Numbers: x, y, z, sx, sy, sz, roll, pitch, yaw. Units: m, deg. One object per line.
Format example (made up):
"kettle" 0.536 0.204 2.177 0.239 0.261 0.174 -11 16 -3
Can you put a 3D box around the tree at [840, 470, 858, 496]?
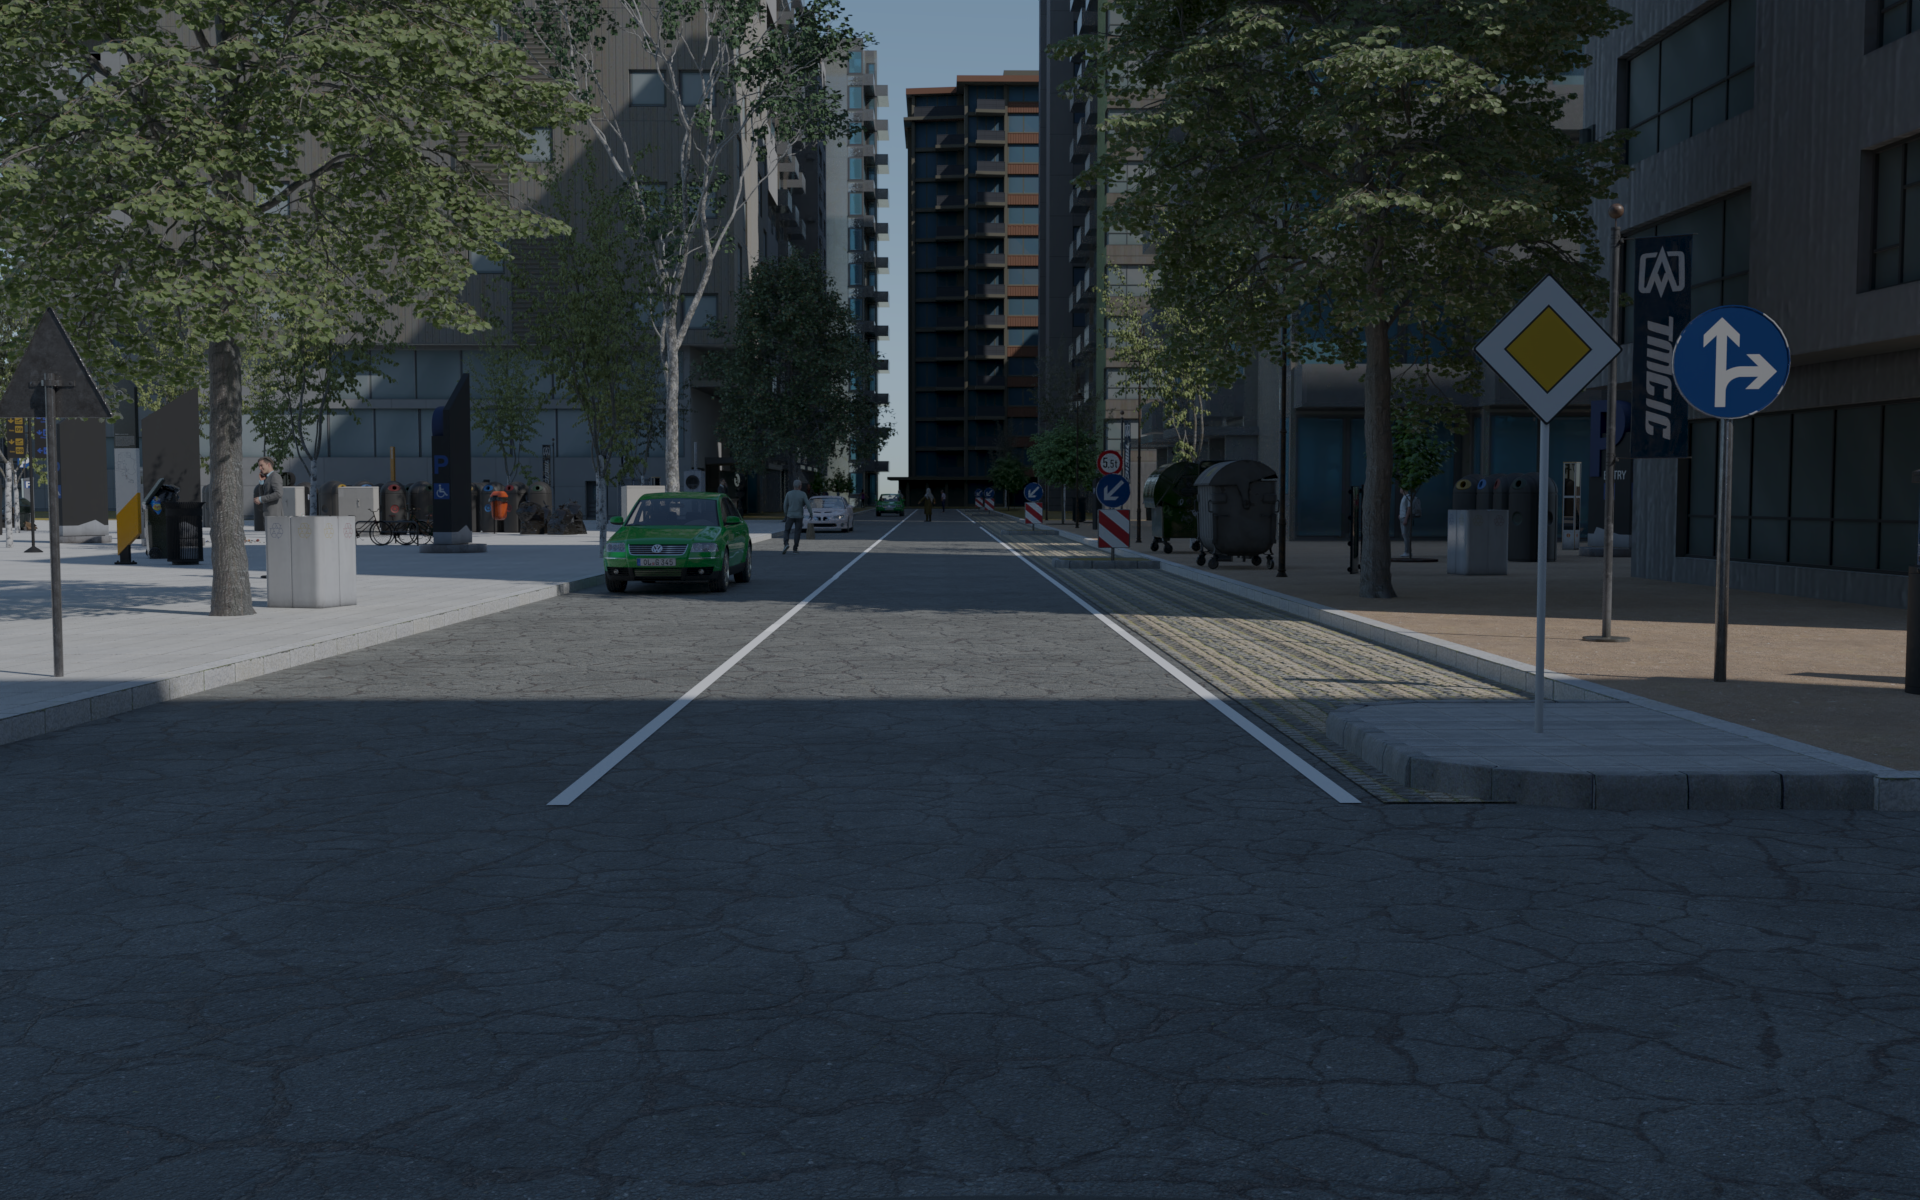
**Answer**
"tree" -7.952 -7.370 115.097 1.663 3.219 1.824 0 3 0

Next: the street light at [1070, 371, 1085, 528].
"street light" 4.414 -5.645 65.078 0.468 5.910 1.993 0 4 -1

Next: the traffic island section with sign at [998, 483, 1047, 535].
"traffic island section with sign" 2.445 -3.204 61.010 1.989 1.847 2.006 0 4 -1

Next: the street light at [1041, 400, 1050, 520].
"street light" 4.211 -6.803 84.012 0.468 5.910 1.993 0 4 -1

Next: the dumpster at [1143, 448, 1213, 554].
"dumpster" 4.856 -2.161 37.818 1.502 2.255 1.985 0 4 -1

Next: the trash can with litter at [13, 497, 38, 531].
"trash can with litter" -32.602 -3.007 60.545 1.055 1.170 0.624 2 4 35

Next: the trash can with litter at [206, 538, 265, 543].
"trash can with litter" -19.194 -2.146 46.140 1.678 1.210 2.233 0 4 -8

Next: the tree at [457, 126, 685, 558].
"tree" -7.303 -5.140 34.398 4.737 8.622 4.395 0 3 0

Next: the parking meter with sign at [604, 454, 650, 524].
"parking meter with sign" -14.417 -4.803 74.796 1.738 3.016 0.543 0 4 2

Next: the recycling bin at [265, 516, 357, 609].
"recycling bin" -7.406 -0.442 19.782 0.722 1.027 0.722 1 4 16

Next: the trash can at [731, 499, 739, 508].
"trash can" -6.854 -2.395 50.812 0.748 1.137 0.748 0 3 0

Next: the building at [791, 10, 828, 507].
"building" -18.660 -28.494 149.471 14.086 41.232 14.154 0 4 -1

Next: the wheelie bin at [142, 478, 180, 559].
"wheelie bin" -15.901 -1.628 34.532 0.693 1.594 0.980 -2 4 -31

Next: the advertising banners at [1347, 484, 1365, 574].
"advertising banners" 6.663 -1.974 28.462 0.090 3.025 2.074 2 4 26

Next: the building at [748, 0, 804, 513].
"building" -22.964 -30.970 125.964 23.786 49.044 30.456 0 4 -1

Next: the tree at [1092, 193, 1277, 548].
"tree" 5.305 -5.538 40.917 4.737 8.622 4.395 0 3 0

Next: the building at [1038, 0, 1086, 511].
"building" 16.967 -36.738 142.666 21.231 58.520 28.212 0 4 -1

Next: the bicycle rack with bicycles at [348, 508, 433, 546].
"bicycle rack with bicycles" -13.910 -1.855 43.705 2.925 0.926 2.852 1 4 16

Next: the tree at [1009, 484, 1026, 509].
"tree" 4.471 -9.181 144.706 1.663 3.219 1.824 0 3 0

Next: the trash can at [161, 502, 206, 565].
"trash can" -14.080 -1.211 31.453 0.748 1.137 0.748 0 3 0

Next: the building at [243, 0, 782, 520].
"building" -24.645 -31.050 96.903 28.713 52.752 27.495 0 4 -1

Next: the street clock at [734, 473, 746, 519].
"street clock" -7.686 -3.421 60.501 0.358 2.002 0.471 -2 4 -34

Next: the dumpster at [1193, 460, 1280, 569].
"dumpster" 4.816 -1.491 30.142 1.264 1.857 1.865 0 4 -1

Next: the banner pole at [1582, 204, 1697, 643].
"banner pole" 5.848 -1.523 14.914 0.863 3.779 0.401 2 4 33

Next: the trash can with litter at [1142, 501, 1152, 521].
"trash can with litter" 9.343 -4.406 83.428 1.055 1.170 0.624 -2 4 -34

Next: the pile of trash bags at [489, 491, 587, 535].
"pile of trash bags" -13.589 -2.789 55.356 3.447 1.369 1.912 1 4 22

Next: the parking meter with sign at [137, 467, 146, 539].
"parking meter with sign" -22.852 -3.227 49.027 1.738 3.016 0.543 2 4 26

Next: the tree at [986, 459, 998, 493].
"tree" 3.634 -9.027 131.309 4.285 4.588 4.351 0 3 0

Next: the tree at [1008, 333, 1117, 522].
"tree" 5.034 -7.939 80.171 4.360 8.622 3.978 0 3 0

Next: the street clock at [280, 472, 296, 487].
"street clock" -22.048 -3.197 56.836 0.471 2.002 0.358 1 4 21

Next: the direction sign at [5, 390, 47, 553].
"direction sign" -20.323 -2.807 37.886 0.876 3.537 0.379 -2 4 -25

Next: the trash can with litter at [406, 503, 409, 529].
"trash can with litter" -20.592 -3.241 64.380 1.055 1.170 0.624 -1 4 -15

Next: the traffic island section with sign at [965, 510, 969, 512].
"traffic island section with sign" 1.391 -7.913 138.006 1.989 1.847 2.006 0 4 -1

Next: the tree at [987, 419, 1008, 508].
"tree" 4.306 -12.948 162.062 4.360 8.622 3.978 0 3 0

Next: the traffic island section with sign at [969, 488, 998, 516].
"traffic island section with sign" 1.750 -6.265 111.054 1.989 1.847 2.006 0 4 -1

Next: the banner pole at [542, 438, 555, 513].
"banner pole" -18.328 -5.343 77.376 0.401 3.779 0.863 3 4 36

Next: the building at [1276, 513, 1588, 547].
"building" 18.271 -26.838 58.409 23.786 49.044 30.456 0 4 -1

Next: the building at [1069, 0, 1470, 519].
"building" 18.896 -30.220 113.699 23.786 49.044 30.456 0 4 -1

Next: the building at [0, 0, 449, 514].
"building" -60.266 -33.778 141.514 27.495 52.752 28.713 0 4 -1

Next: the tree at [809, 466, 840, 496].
"tree" -9.181 -7.197 112.272 1.663 3.219 1.824 0 3 0

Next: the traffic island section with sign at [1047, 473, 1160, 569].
"traffic island section with sign" 2.819 -1.546 33.905 1.989 1.847 2.006 0 4 -1

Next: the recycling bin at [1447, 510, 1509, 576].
"recycling bin" 8.250 -0.921 27.615 0.722 1.027 0.722 -1 4 -9

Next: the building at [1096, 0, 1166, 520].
"building" 14.122 -24.957 91.641 14.154 41.232 14.086 0 4 -1

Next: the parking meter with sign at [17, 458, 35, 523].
"parking meter with sign" -42.236 -5.025 78.423 0.543 3.016 1.738 -2 4 -34

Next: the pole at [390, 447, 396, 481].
"pole" -24.374 -4.933 74.495 0.158 3.312 0.155 0 3 0

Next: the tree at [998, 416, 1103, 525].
"tree" 4.419 -5.458 72.955 4.285 4.588 4.351 0 3 0

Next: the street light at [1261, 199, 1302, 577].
"street light" 4.977 -3.292 26.607 0.468 5.910 1.993 0 4 -1

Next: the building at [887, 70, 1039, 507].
"building" 7.024 -32.257 182.032 28.867 44.769 22.147 0 4 -1

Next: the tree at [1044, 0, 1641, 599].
"tree" 4.774 -6.296 21.062 7.486 12.596 7.792 0 3 0

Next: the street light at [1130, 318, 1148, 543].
"street light" 4.718 -4.450 45.540 0.468 5.910 1.993 0 4 -1

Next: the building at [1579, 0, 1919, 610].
"building" 16.468 -15.139 19.229 14.107 30.474 14.160 0 4 -1

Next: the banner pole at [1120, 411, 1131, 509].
"banner pole" 4.938 -3.781 51.829 0.401 3.779 0.863 -1 4 -19

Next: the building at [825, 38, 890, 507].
"building" -22.646 -34.414 182.278 30.456 49.044 23.786 0 4 -1

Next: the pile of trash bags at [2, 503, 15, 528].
"pile of trash bags" -36.936 -3.354 64.582 1.912 1.369 3.447 1 4 20

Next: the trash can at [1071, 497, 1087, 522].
"trash can" 5.387 -4.080 78.355 0.748 1.137 0.748 0 3 0
